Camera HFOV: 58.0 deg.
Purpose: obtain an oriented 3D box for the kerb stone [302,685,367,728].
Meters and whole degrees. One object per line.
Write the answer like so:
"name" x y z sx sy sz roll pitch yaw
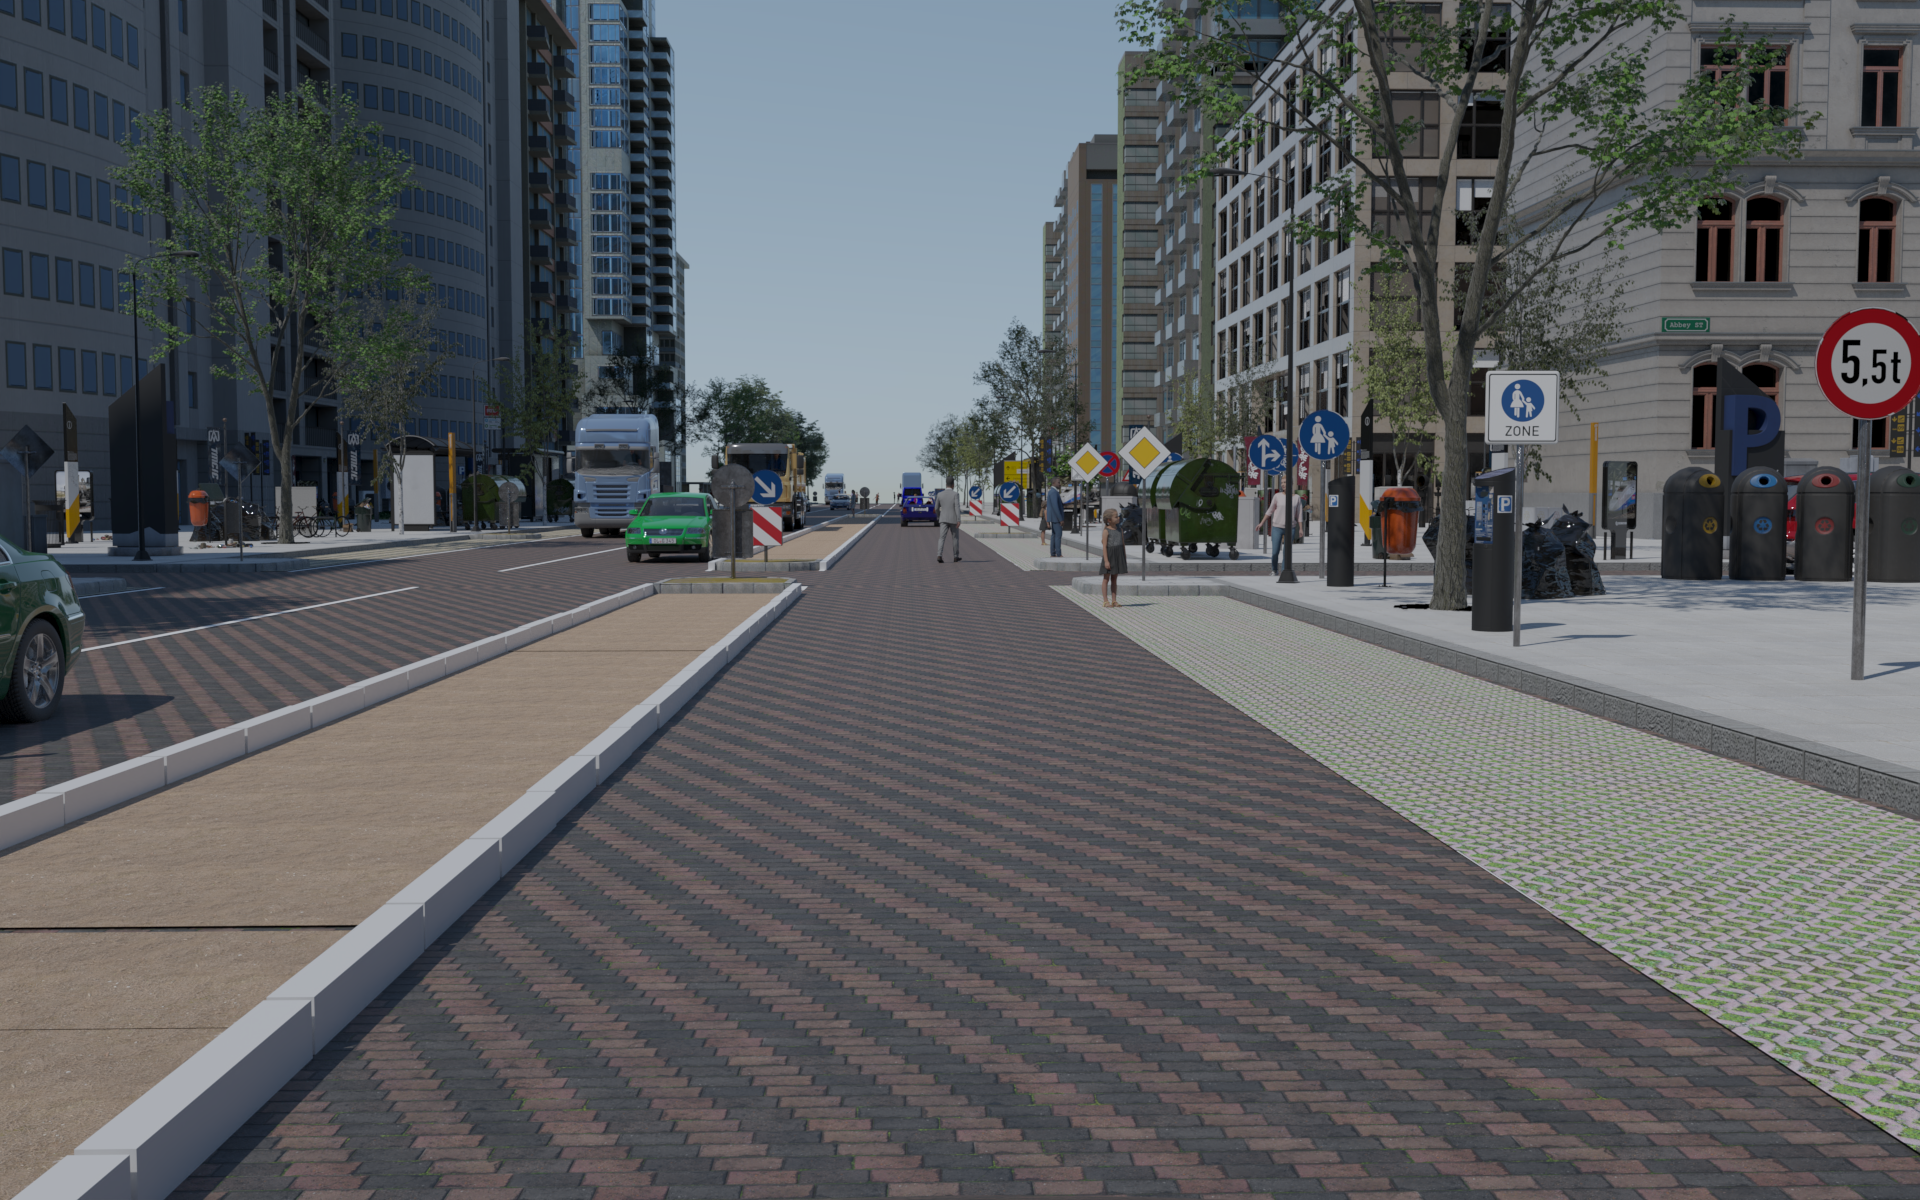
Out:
"kerb stone" -4.010 0.686 11.023 0.120 0.150 1.000 0 4 -2

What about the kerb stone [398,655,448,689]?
"kerb stone" -4.081 0.558 13.076 0.120 0.150 1.000 0 4 -2

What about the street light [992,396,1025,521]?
"street light" 2.386 -6.705 82.163 1.470 5.913 1.316 0 4 -2

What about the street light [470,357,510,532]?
"street light" -15.987 -5.288 58.992 1.470 5.913 1.316 0 4 -2

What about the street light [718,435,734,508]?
"street light" -18.334 -9.959 135.374 1.470 5.913 1.316 0 4 -2

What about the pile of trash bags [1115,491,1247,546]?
"pile of trash bags" 5.508 -2.072 43.630 3.447 1.369 1.912 1 4 11

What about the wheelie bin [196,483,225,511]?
"wheelie bin" -22.007 -2.618 50.710 0.693 1.594 0.980 2 4 30

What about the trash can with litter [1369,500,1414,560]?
"trash can with litter" 8.502 -1.379 33.926 0.624 1.170 1.055 -2 4 -25

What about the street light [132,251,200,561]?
"street light" -15.209 -3.709 33.189 1.470 5.913 1.316 0 4 -2

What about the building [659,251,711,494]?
"building" -52.573 -34.073 248.973 32.217 40.220 23.993 0 4 -2

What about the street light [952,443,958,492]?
"street light" 0.143 -11.363 158.330 1.470 5.913 1.316 0 4 -2

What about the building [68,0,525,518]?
"building" -44.215 -35.375 120.381 21.231 58.520 28.212 0 4 -2

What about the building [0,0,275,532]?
"building" -40.436 -31.725 60.709 21.231 58.520 28.212 0 4 -2

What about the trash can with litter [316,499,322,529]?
"trash can with litter" -24.043 -3.179 63.035 1.678 1.210 2.233 2 4 33

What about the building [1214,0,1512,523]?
"building" 26.199 -17.604 92.345 19.350 26.468 34.151 0 4 -2

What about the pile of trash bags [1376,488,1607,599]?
"pile of trash bags" 6.795 -0.799 22.817 1.912 1.369 3.447 -2 4 -31

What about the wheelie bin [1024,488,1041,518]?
"wheelie bin" 3.906 -5.188 92.735 0.980 1.594 0.693 1 4 9

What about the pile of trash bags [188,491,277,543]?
"pile of trash bags" -19.958 -2.271 46.886 1.912 1.369 3.447 0 4 0

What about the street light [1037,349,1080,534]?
"street light" 3.183 -5.091 55.777 1.470 5.913 1.316 0 4 -2

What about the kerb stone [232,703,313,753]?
"kerb stone" -3.984 0.746 10.001 0.120 0.150 1.000 0 4 -2

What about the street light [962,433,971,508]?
"street light" 0.929 -9.785 132.527 1.470 5.913 1.316 0 4 -2

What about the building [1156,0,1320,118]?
"building" 28.171 -31.919 141.481 23.786 49.044 30.456 0 4 -2

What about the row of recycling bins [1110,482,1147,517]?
"row of recycling bins" 6.644 -3.114 58.028 3.534 1.692 1.069 -2 4 -28

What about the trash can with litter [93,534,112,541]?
"trash can with litter" -23.484 -2.285 48.425 2.233 1.210 1.678 3 4 38

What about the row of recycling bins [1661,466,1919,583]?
"row of recycling bins" 12.331 -1.139 25.744 3.534 1.692 1.069 1 4 17

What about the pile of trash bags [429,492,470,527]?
"pile of trash bags" -20.918 -3.666 69.691 1.912 1.369 3.447 -2 4 -25

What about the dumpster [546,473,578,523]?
"dumpster" -17.940 -4.641 78.373 1.502 2.255 1.985 0 4 -2

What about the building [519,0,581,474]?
"building" -45.445 -30.268 149.511 22.147 44.769 28.867 0 4 -2

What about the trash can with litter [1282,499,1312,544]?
"trash can with litter" 8.533 -2.015 44.329 0.624 1.170 1.055 2 4 35

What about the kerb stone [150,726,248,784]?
"kerb stone" -3.959 0.808 8.979 0.120 0.150 1.000 0 4 -2

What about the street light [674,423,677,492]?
"street light" -17.465 -8.374 109.463 1.470 5.913 1.316 0 4 -2

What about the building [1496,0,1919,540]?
"building" 30.377 -16.327 54.330 23.554 28.519 14.401 0 4 -2

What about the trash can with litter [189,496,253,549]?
"trash can with litter" -17.714 -1.852 41.343 1.678 1.210 2.233 1 4 13

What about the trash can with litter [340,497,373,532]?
"trash can with litter" -20.303 -2.865 58.237 1.055 1.170 0.624 0 4 -5

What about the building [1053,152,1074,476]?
"building" 24.585 -37.863 238.661 23.786 49.044 30.456 0 4 -2

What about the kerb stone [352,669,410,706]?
"kerb stone" -4.046 0.621 12.044 0.120 0.150 1.000 0 4 -2

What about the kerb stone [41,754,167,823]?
"kerb stone" -3.930 0.871 7.955 0.120 0.150 1.000 0 4 -2

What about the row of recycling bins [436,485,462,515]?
"row of recycling bins" -23.371 -4.574 81.890 3.534 1.692 1.069 -2 4 -33

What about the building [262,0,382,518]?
"building" -43.283 -40.021 92.601 20.563 71.187 20.611 0 4 -2

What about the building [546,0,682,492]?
"building" -46.967 -55.487 219.882 22.319 86.520 31.000 0 4 -2

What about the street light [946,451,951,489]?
"street light" -0.798 -12.984 184.827 1.470 5.913 1.316 0 4 -2

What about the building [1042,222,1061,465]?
"building" 19.315 -35.345 261.478 14.154 41.232 14.086 0 4 -2

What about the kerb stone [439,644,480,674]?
"kerb stone" -4.113 0.495 14.102 0.120 0.150 1.000 0 4 -2

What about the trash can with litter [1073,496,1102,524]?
"trash can with litter" 5.907 -3.932 75.349 2.233 1.210 1.678 -3 5 -40

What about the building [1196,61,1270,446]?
"building" 23.316 -21.271 119.484 14.160 30.474 14.107 0 4 -2

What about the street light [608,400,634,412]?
"street light" -16.797 -6.921 85.697 1.470 5.913 1.316 0 4 -2

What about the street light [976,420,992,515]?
"street light" 1.585 -8.283 107.966 1.470 5.913 1.316 0 4 -2

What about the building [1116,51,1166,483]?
"building" 21.637 -29.382 163.986 14.154 41.232 14.086 0 4 -2

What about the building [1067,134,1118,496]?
"building" 20.928 -34.616 216.076 14.600 45.320 14.200 0 4 -2

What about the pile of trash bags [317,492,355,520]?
"pile of trash bags" -31.179 -4.691 86.451 1.912 1.369 3.447 -2 4 -24

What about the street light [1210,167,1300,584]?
"street light" 4.194 -3.197 24.810 1.470 5.913 1.316 0 4 -2

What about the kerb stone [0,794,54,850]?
"kerb stone" -3.891 0.937 6.933 0.120 0.150 1.000 0 4 -2
